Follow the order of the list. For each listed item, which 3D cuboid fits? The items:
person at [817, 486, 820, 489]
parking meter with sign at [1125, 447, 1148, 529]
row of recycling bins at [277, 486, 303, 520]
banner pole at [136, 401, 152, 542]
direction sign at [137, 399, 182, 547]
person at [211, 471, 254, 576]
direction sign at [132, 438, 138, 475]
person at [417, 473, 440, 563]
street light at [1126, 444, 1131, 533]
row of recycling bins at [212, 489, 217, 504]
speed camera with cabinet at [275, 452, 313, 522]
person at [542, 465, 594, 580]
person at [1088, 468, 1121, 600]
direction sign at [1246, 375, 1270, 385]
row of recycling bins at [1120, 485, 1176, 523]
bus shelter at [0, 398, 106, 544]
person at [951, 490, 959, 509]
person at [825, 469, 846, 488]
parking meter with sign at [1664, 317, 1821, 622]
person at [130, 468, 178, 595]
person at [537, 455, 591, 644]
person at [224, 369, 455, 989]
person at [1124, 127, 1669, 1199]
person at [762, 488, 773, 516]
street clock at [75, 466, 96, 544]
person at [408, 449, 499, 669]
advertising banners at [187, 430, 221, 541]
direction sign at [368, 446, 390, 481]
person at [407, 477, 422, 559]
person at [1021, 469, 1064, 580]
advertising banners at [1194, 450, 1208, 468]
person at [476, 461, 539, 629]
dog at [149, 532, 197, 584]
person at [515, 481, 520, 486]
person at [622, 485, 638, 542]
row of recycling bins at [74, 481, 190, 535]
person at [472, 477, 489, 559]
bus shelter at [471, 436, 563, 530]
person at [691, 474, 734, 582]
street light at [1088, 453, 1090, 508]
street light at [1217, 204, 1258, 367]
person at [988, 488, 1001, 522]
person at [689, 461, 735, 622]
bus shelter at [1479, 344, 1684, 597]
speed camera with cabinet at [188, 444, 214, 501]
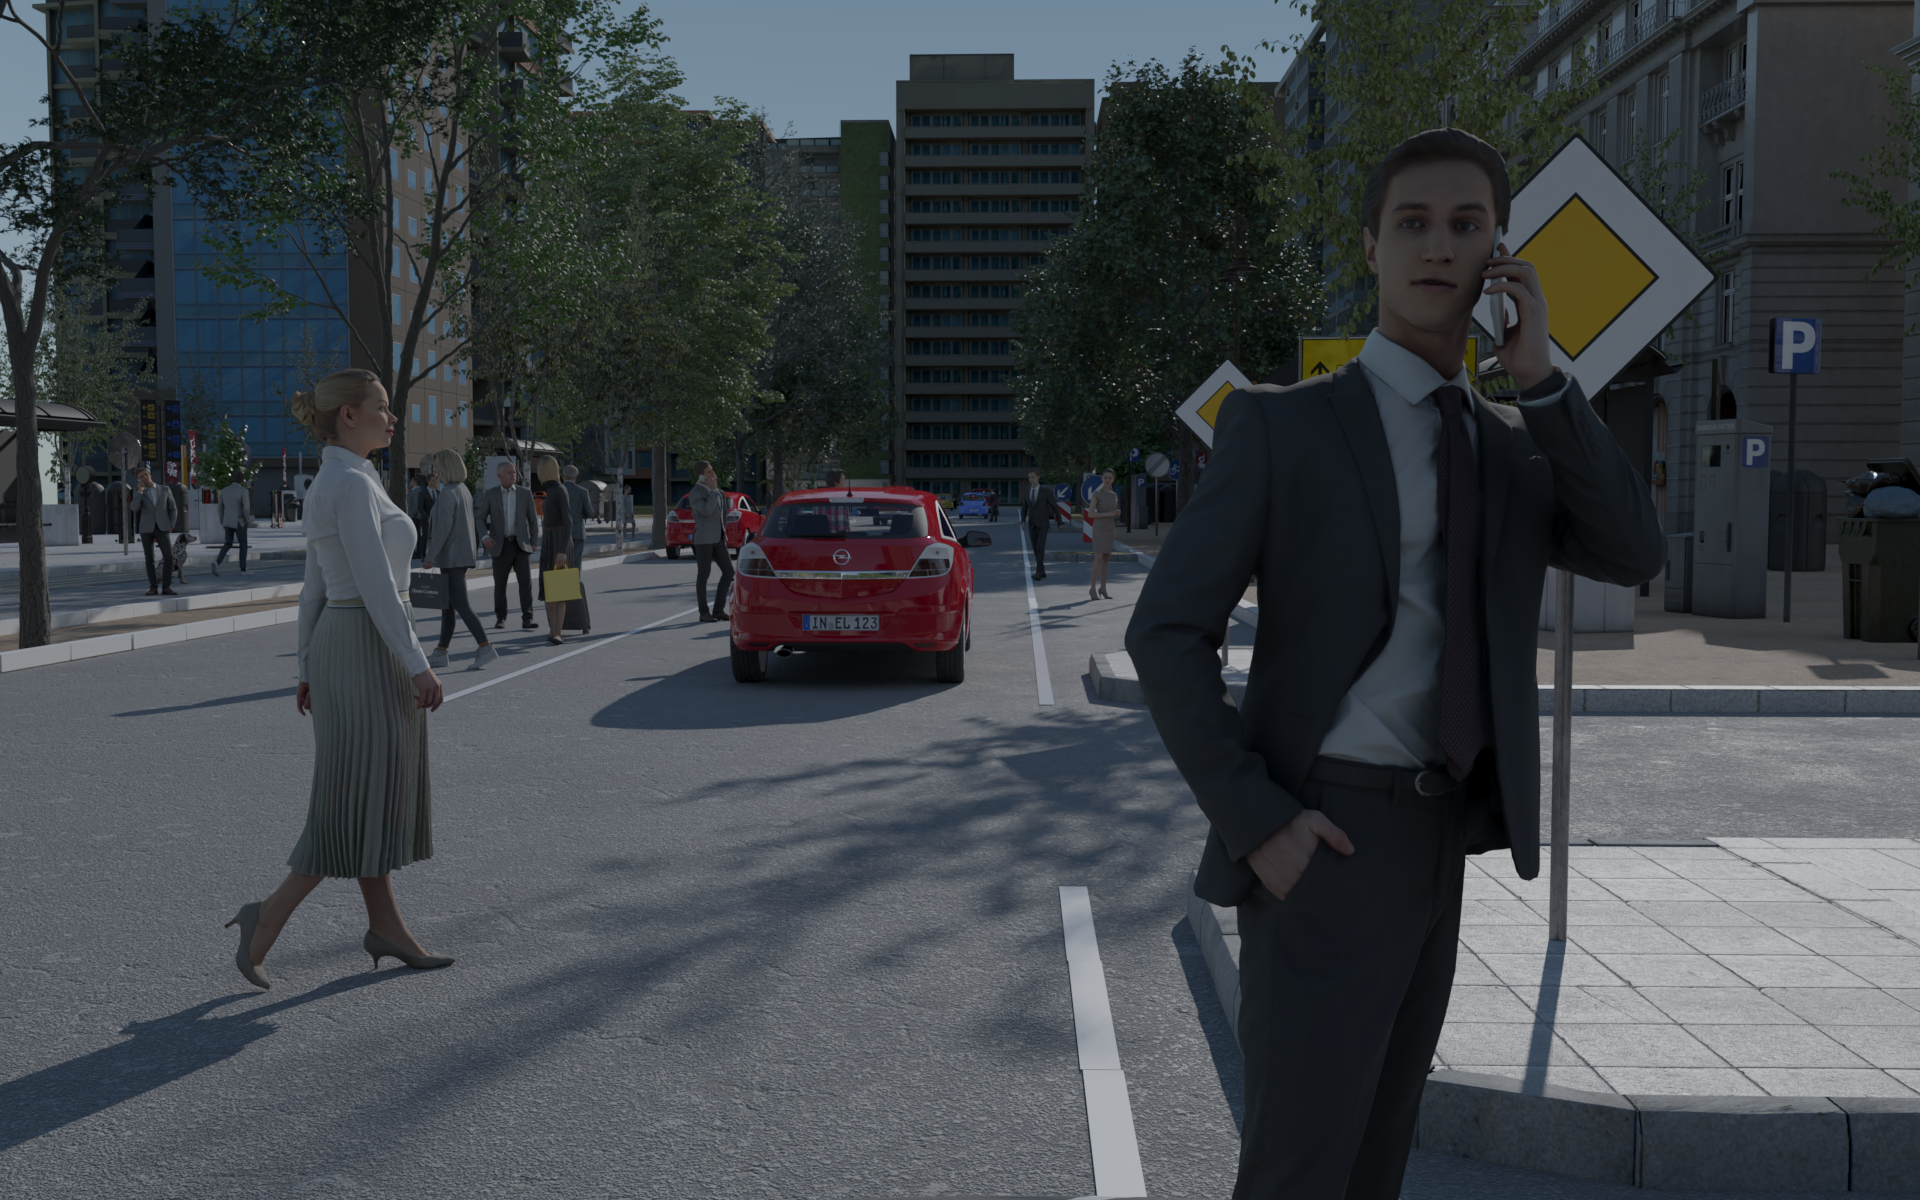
[{"bbox_3d":[-6.775,-4.527,82.505,0.713,1.824,0.794,2,4,31],"label":"person"},{"bbox_3d":[6.553,-4.126,63.713,0.543,3.016,1.738,-1,4,-9],"label":"parking meter with sign"},{"bbox_3d":[-32.422,-4.880,86.901,3.534,1.692,1.069,-1,4,-16],"label":"row of recycling bins"},{"bbox_3d":[-22.072,-3.483,46.968,0.401,3.779,0.863,0,4,-3],"label":"banner pole"},{"bbox_3d":[-19.203,-3.039,41.681,0.876,3.537,0.379,-2,4,-34],"label":"direction sign"},{"bbox_3d":[-12.712,-1.342,30.285,0.661,1.843,0.795,1,4,18],"label":"person"},{"bbox_3d":[-33.249,-4.785,70.238,0.876,3.537,0.379,2,4,26],"label":"direction sign"},{"bbox_3d":[-10.719,-1.652,35.288,0.755,1.850,0.659,3,4,37],"label":"person"},{"bbox_3d":[5.597,-5.167,57.275,0.468,5.910,1.993,0,4,2],"label":"street light"},{"bbox_3d":[-33.805,-4.484,80.428,1.069,1.692,3.534,-3,5,-42],"label":"row of recycling bins"},{"bbox_3d":[-31.211,-5.303,81.047,0.660,3.252,2.038,2,4,24],"label":"speed camera with cabinet"},{"bbox_3d":[-5.048,-0.836,22.345,0.661,1.801,0.590,-1,4,-10],"label":"person"},{"bbox_3d":[1.978,-0.903,23.612,0.599,1.781,0.374,-3,5,-40],"label":"person"},{"bbox_3d":[5.757,-2.517,33.150,0.876,3.537,0.379,-2,4,-30],"label":"direction sign"},{"bbox_3d":[8.965,-4.352,78.262,3.534,1.692,1.069,-1,4,-17],"label":"row of recycling bins"},{"bbox_3d":[-20.134,-2.572,35.975,2.014,3.302,5.546,0,4,2],"label":"bus shelter"},{"bbox_3d":[-0.484,-9.459,163.295,0.705,1.807,1.348,-3,4,-37],"label":"person"},{"bbox_3d":[-1.503,-0.650,19.962,0.643,1.720,0.563,-3,5,-42],"label":"person"},{"bbox_3d":[8.050,-1.332,18.032,0.543,3.016,1.738,-1,4,-16],"label":"parking meter with sign"},{"bbox_3d":[-11.409,-0.971,24.555,0.592,1.802,0.473,-1,4,-11],"label":"person"},{"bbox_3d":[-3.891,-0.506,16.995,0.699,1.804,1.509,0,4,4],"label":"person"},{"bbox_3d":[-1.825,0.224,5.071,0.641,1.798,0.478,-1,4,-18],"label":"person"},{"bbox_3d":[0.579,0.342,2.264,0.648,1.900,0.474,-3,4,-36],"label":"person"},{"bbox_3d":[-9.072,-4.570,82.992,0.755,1.850,0.659,-1,4,-20],"label":"person"},{"bbox_3d":[-22.538,-2.453,44.671,0.471,2.002,0.358,1,4,15],"label":"street clock"},{"bbox_3d":[-4.167,-0.337,14.197,0.728,1.800,0.709,0,4,6],"label":"person"},{"bbox_3d":[-20.951,-3.180,48.176,0.090,3.025,2.074,0,4,2],"label":"advertising banners"},{"bbox_3d":[-19.344,-4.027,57.833,0.876,3.537,0.379,1,4,15],"label":"direction sign"},{"bbox_3d":[-12.067,-1.807,38.231,0.473,1.802,0.592,1,4,9],"label":"person"},{"bbox_3d":[1.282,-1.256,28.810,0.659,1.850,0.755,2,4,30],"label":"person"},{"bbox_3d":[10.329,-4.437,68.730,2.074,3.025,0.090,1,4,8],"label":"advertising banners"},{"bbox_3d":[-4.743,-0.576,18.315,0.661,1.777,0.834,-2,4,-32],"label":"person"},{"bbox_3d":[-12.692,-0.664,27.687,0.800,0.831,0.513,1,4,14],"label":"dog"},{"bbox_3d":[-13.730,-2.762,53.429,0.659,1.850,0.755,0,4,3],"label":"person"},{"bbox_3d":[-9.930,-2.582,51.715,0.522,1.701,0.512,1,4,17],"label":"person"},{"bbox_3d":[-26.707,-2.990,55.999,1.069,1.692,3.534,3,5,40],"label":"row of recycling bins"},{"bbox_3d":[-10.679,-1.805,38.200,0.526,1.800,0.537,-1,4,-8],"label":"person"},{"bbox_3d":[-16.244,-4.255,63.486,2.014,3.302,5.546,0,4,2],"label":"bus shelter"},{"bbox_3d":[-3.978,-1.169,28.014,0.661,1.777,0.834,-3,5,-44],"label":"person"},{"bbox_3d":[6.480,-6.958,86.545,0.468,5.910,1.993,0,4,2],"label":"street light"},{"bbox_3d":[4.464,-3.378,28.014,0.468,5.910,1.993,0,4,2],"label":"street light"},{"bbox_3d":[1.784,-4.903,89.460,0.445,1.727,0.742,2,4,30],"label":"person"},{"bbox_3d":[-2.773,-0.657,19.426,0.473,1.802,0.592,3,4,37],"label":"person"},{"bbox_3d":[7.921,-1.841,24.016,2.014,3.302,5.546,0,4,2],"label":"bus shelter"},{"bbox_3d":[-30.420,-4.526,68.333,2.038,3.252,0.660,2,4,25],"label":"speed camera with cabinet"}]
